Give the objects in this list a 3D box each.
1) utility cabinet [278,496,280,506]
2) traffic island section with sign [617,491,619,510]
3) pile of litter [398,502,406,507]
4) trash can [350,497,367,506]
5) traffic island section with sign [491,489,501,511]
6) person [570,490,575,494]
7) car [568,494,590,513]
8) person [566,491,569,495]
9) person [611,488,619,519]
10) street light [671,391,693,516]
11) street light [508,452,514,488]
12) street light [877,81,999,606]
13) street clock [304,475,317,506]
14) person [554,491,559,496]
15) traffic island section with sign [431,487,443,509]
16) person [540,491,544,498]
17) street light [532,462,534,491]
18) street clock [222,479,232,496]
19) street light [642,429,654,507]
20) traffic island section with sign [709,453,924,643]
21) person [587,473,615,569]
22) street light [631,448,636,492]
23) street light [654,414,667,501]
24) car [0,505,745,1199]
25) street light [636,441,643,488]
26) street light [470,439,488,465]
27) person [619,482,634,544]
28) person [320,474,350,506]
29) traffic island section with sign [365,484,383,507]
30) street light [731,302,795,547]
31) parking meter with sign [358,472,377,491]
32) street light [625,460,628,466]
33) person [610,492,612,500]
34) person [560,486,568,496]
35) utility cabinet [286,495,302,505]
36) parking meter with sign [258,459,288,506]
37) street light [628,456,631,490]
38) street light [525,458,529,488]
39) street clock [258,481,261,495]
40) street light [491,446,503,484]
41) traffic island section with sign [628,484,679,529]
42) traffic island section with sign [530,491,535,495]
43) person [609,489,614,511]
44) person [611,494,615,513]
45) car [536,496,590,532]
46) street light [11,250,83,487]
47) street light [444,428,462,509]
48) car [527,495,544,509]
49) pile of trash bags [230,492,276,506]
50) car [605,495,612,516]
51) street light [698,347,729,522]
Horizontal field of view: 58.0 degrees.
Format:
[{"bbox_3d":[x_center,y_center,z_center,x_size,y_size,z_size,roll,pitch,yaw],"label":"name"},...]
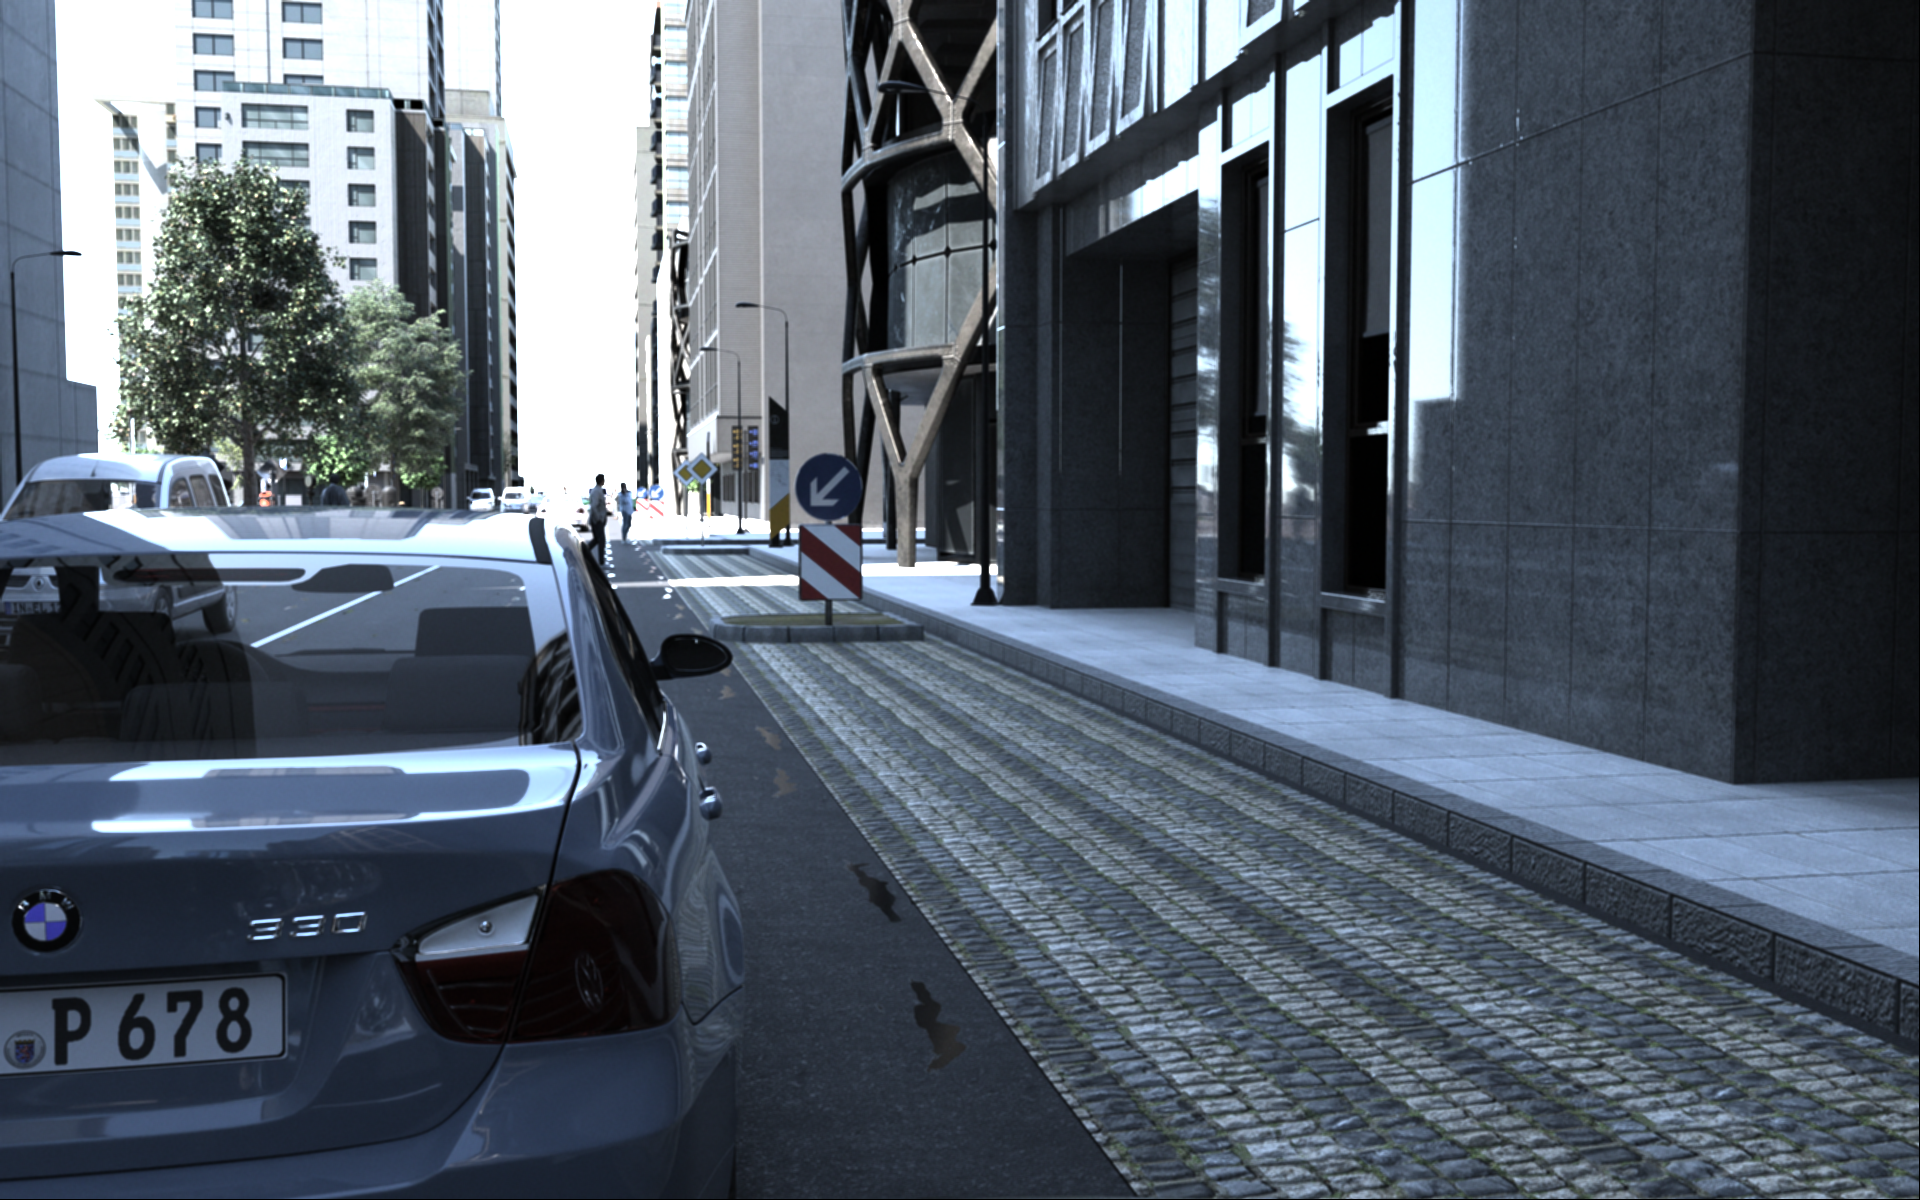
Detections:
[{"bbox_3d":[-36.537,-4.944,91.999,0.306,1.237,1.020,1,4,15],"label":"utility cabinet"},{"bbox_3d":[-28.344,-8.504,147.666,1.989,1.847,2.006,-1,4,-12],"label":"traffic island section with sign"},{"bbox_3d":[-31.559,-5.101,97.364,1.719,0.858,1.176,2,4,30],"label":"pile of litter"},{"bbox_3d":[-26.944,-4.039,77.690,0.748,1.137,0.748,0,3,0],"label":"trash can"},{"bbox_3d":[-38.784,-8.278,143.981,1.989,1.847,2.006,-1,4,-12],"label":"traffic island section with sign"},{"bbox_3d":[-34.653,-8.959,154.997,1.348,1.821,0.705,0,4,0],"label":"person"},{"bbox_3d":[-21.239,-5.193,96.704,2.131,1.459,4.920,-1,4,-11],"label":"car"},{"bbox_3d":[-36.102,-9.116,158.351,0.742,1.727,0.445,0,4,2],"label":"person"},{"bbox_3d":[-19.987,-5.598,100.209,0.466,1.800,0.511,-3,5,-40],"label":"person"},{"bbox_3d":[-12.299,-6.487,78.608,1.470,5.913,1.316,-1,4,-12],"label":"street light"},{"bbox_3d":[-49.770,-13.330,190.487,1.470,5.913,1.316,-1,4,-12],"label":"street light"},{"bbox_3d":[-0.240,-2.888,19.768,1.470,5.913,1.316,-1,4,-12],"label":"street light"},{"bbox_3d":[-24.437,-3.708,65.203,0.471,2.002,0.358,2,4,32],"label":"street clock"},{"bbox_3d":[-48.272,-12.123,207.258,0.990,1.755,0.434,1,4,21],"label":"person"},{"bbox_3d":[-28.792,-5.315,95.534,1.989,1.847,2.006,-1,4,-12],"label":"traffic island section with sign"},{"bbox_3d":[-38.244,-9.098,157.971,0.721,1.743,1.217,-3,5,-42],"label":"person"},{"bbox_3d":[-61.774,-16.883,248.579,1.470,5.913,1.316,-1,4,-12],"label":"street light"},{"bbox_3d":[-35.066,-4.786,82.821,0.471,2.002,0.358,1,4,16],"label":"street clock"},{"bbox_3d":[-22.934,-9.654,130.391,1.470,5.913,1.316,-1,4,-12],"label":"street light"},{"bbox_3d":[-1.524,-0.545,17.531,1.989,1.847,2.006,-1,4,-12],"label":"traffic island section with sign"},{"bbox_3d":[-7.045,-1.525,33.286,0.795,1.843,0.661,-1,4,-9],"label":"person"},{"bbox_3d":[-32.251,-12.395,175.205,1.470,5.913,1.316,-1,4,-12],"label":"street light"},{"bbox_3d":[-16.929,-7.859,101.041,1.470,5.913,1.316,-1,4,-12],"label":"street light"},{"bbox_3d":[-1.521,0.479,4.176,2.014,1.417,4.499,-1,4,-12],"label":"car"},{"bbox_3d":[-27.534,-11.026,152.810,1.470,5.913,1.316,-1,4,-12],"label":"street light"},{"bbox_3d":[-40.563,-10.577,145.468,1.470,5.913,1.316,-1,4,-12],"label":"street light"},{"bbox_3d":[-9.652,-2.521,49.978,0.793,1.790,0.793,-1,4,-16],"label":"person"},{"bbox_3d":[-12.140,-1.535,33.694,0.679,1.850,0.850,1,4,17],"label":"person"},{"bbox_3d":[-23.339,-3.695,69.046,1.989,1.847,2.006,-1,4,-12],"label":"traffic island section with sign"},{"bbox_3d":[-4.751,-4.261,42.205,1.470,5.913,1.316,-1,4,-12],"label":"street light"},{"bbox_3d":[-40.018,-7.330,116.099,1.738,3.016,0.543,-2,4,-28],"label":"parking meter with sign"},{"bbox_3d":[-39.892,-14.627,211.689,1.470,5.913,1.316,-1,4,-12],"label":"street light"},{"bbox_3d":[-35.681,-10.303,177.629,0.621,1.740,0.551,1,4,13],"label":"person"},{"bbox_3d":[-17.643,-4.214,77.505,0.767,1.812,0.694,-2,4,-24],"label":"person"},{"bbox_3d":[-43.444,-6.220,112.857,1.020,1.237,0.306,-2,4,-32],"label":"utility cabinet"},{"bbox_3d":[-33.512,-5.366,83.997,0.543,3.016,1.738,3,4,38],"label":"parking meter with sign"},{"bbox_3d":[-36.986,-13.828,198.631,1.470,5.913,1.316,-1,4,-12],"label":"street light"},{"bbox_3d":[-57.128,-15.496,225.897,1.470,5.913,1.316,-1,4,-12],"label":"street light"},{"bbox_3d":[-37.901,-5.473,94.058,0.358,2.002,0.471,-3,4,-38],"label":"street clock"},{"bbox_3d":[-45.192,-11.947,167.881,1.470,5.913,1.316,-1,4,-12],"label":"street light"},{"bbox_3d":[-12.779,-3.889,72.215,1.989,1.847,2.006,-1,4,-12],"label":"traffic island section with sign"},{"bbox_3d":[-55.606,-13.273,225.640,1.989,1.847,2.006,-1,4,-12],"label":"traffic island section with sign"},{"bbox_3d":[-28.721,-8.226,142.981,0.705,1.826,1.348,-2,4,-28],"label":"person"},{"bbox_3d":[-26.360,-7.367,132.166,0.599,1.433,0.991,1,4,14],"label":"person"},{"bbox_3d":[-15.249,-3.320,66.636,2.083,1.381,4.827,-1,4,-11],"label":"car"},{"bbox_3d":[-17.386,-3.698,33.006,1.470,5.913,1.316,-1,4,-12],"label":"street light"},{"bbox_3d":[-35.860,-9.165,122.391,1.470,5.913,1.316,-1,4,-12],"label":"street light"},{"bbox_3d":[-35.886,-8.174,146.002,2.083,1.381,4.827,-1,4,-13],"label":"car"},{"bbox_3d":[-28.934,-3.667,69.710,3.447,1.369,1.912,1,4,23],"label":"pile of trash bags"},{"bbox_3d":[-24.044,-6.266,114.809,2.083,1.381,4.827,-1,4,-13],"label":"car"},{"bbox_3d":[-7.537,-5.040,54.945,1.470,5.913,1.316,-1,4,-12],"label":"street light"}]
